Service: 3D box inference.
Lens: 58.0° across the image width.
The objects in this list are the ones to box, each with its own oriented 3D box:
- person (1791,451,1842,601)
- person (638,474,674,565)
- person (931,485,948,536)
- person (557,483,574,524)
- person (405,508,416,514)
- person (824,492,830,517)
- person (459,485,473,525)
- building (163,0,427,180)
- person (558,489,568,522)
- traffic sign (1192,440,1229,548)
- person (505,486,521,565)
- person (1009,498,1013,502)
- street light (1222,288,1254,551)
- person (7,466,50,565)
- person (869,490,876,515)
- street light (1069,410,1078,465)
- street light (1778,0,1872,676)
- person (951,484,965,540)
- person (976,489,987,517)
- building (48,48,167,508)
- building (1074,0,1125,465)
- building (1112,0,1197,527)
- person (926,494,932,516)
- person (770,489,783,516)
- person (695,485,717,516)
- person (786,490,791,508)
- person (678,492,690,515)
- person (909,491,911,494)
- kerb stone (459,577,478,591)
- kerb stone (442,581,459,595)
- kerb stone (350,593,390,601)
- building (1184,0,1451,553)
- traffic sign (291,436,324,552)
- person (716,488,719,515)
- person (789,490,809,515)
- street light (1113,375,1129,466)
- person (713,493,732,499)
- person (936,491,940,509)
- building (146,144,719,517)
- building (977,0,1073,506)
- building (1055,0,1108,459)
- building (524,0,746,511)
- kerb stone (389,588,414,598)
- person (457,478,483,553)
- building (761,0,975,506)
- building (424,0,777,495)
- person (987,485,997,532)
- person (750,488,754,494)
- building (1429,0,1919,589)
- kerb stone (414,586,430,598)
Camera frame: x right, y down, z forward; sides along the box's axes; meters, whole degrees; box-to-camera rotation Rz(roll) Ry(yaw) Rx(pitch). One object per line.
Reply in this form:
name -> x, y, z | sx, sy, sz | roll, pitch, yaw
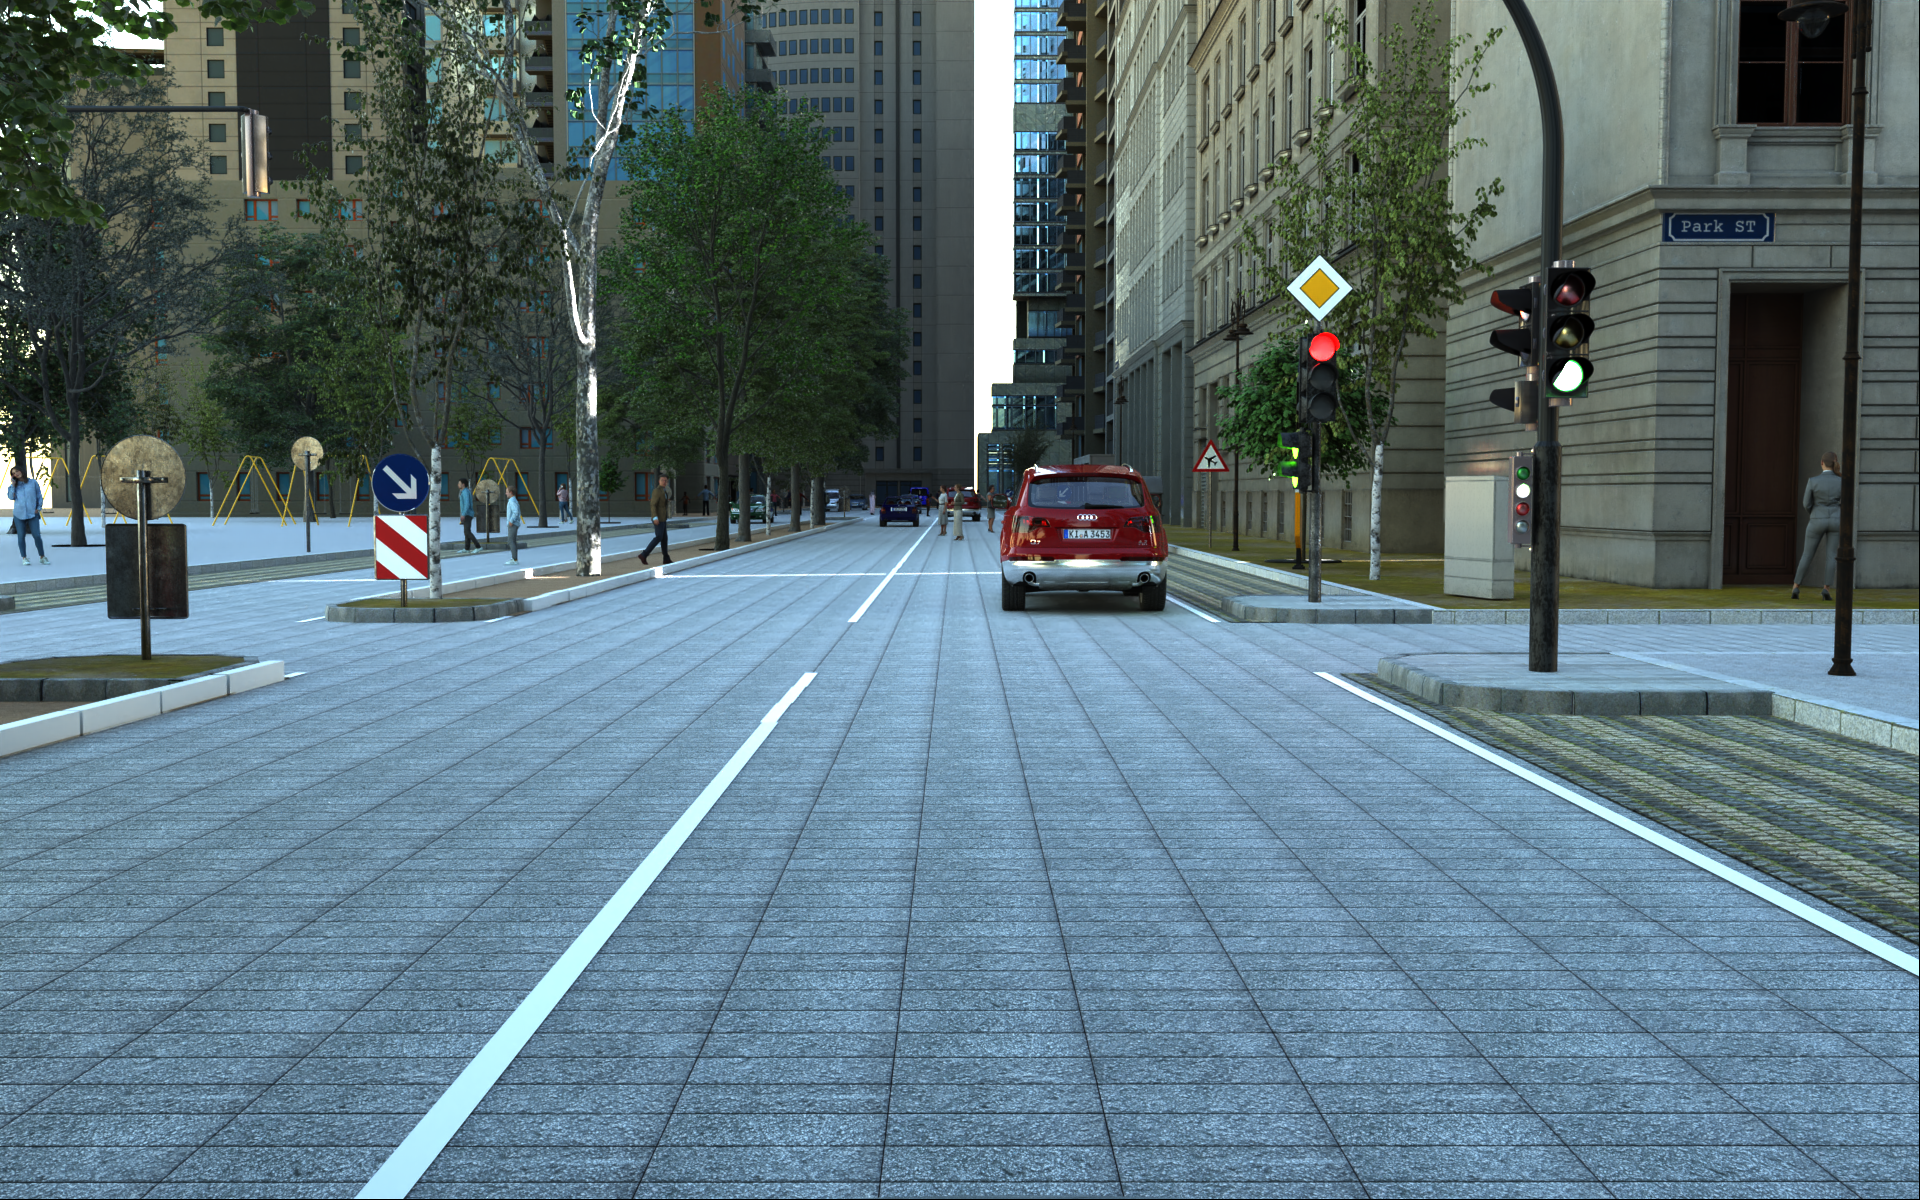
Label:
person -> 10.412, -0.895, 20.950 | 0.520, 1.790, 0.573 | 0, 4, 1
person -> -6.102, -1.629, 35.042 | 0.836, 1.842, 0.656 | -2, 4, -25
person -> -0.672, -3.102, 59.786 | 0.524, 1.755, 0.480 | -2, 4, -30
person -> -17.091, -4.184, 75.049 | 0.643, 1.750, 0.593 | 2, 4, 27
person -> -18.817, -3.239, 59.184 | 0.537, 1.800, 0.526 | 1, 4, 9
person -> -6.856, -4.731, 85.841 | 0.794, 1.824, 0.713 | -1, 4, -16
person -> -20.776, -4.066, 72.729 | 0.606, 1.804, 0.583 | -2, 4, -32
building -> -57.990, -44.071, 158.811 | 20.611, 71.187, 20.563 | 0, 3, 0
person -> -18.119, -4.425, 78.936 | 0.362, 1.759, 0.519 | -3, 5, -43
traffic sign -> 5.988, -2.532, 41.404 | 0.884, 2.594, 0.081 | 0, 4, 8
person -> -9.113, -1.527, 35.278 | 0.330, 1.601, 0.589 | 0, 4, -3
person -> 4.381, -7.723, 138.025 | 1.065, 1.426, 0.557 | 1, 4, 19
street light -> 6.240, -4.051, 39.019 | 0.468, 5.910, 1.993 | 0, 3, 0
person -> -16.876, -1.533, 31.370 | 0.793, 1.790, 0.793 | 3, 4, 37
person -> -6.053, -6.789, 120.174 | 0.551, 1.740, 0.621 | 1, 4, 20
street light -> 6.194, -7.466, 94.856 | 0.468, 5.910, 1.993 | 0, 3, 0
street light -> 6.258, -2.405, 12.112 | 0.468, 5.910, 1.993 | 0, 3, 0
person -> -0.092, -2.738, 53.809 | 0.362, 1.759, 0.519 | -2, 4, -24
person -> 1.188, -6.126, 109.375 | 1.217, 1.736, 0.721 | 2, 4, 33
building -> -75.341, -29.280, 162.317 | 14.086, 41.232, 14.154 | 0, 3, 0
building -> 19.060, -44.030, 158.149 | 20.563, 71.187, 20.611 | 0, 3, 0
building -> 13.987, -18.542, 80.658 | 11.434, 29.767, 29.804 | 0, 3, 0
person -> -2.028, -6.087, 111.280 | 0.557, 1.426, 1.065 | 1, 4, 15
person -> -12.061, -6.329, 112.707 | 1.217, 1.743, 0.721 | -2, 4, -30
person -> -15.157, -5.948, 103.286 | 1.348, 1.826, 0.705 | -1, 4, -14
person -> -15.958, -9.413, 160.872 | 0.541, 1.710, 0.530 | 3, 4, 37
person -> -16.502, -5.787, 103.922 | 1.065, 1.426, 0.557 | 3, 5, 41
person -> -4.502, -9.054, 157.313 | 1.217, 1.735, 0.721 | 2, 4, 29
kerb stone -> -7.387, -0.210, 25.692 | 0.120, 0.150, 1.000 | 0, 3, 0
kerb stone -> -7.385, -0.148, 24.669 | 0.120, 0.150, 1.000 | 0, 3, 0
kerb stone -> -7.371, 0.036, 21.602 | 0.120, 0.150, 1.000 | 0, 3, 0
building -> 16.081, -13.310, 50.908 | 16.112, 22.955, 30.059 | 0, 3, 0
traffic sign -> -14.415, -2.333, 38.250 | 0.768, 2.556, 0.104 | 0, 4, 7
person -> -14.751, -6.070, 106.083 | 0.445, 1.727, 0.742 | -1, 4, -13
person -> -10.814, -6.591, 116.229 | 1.348, 1.831, 0.705 | -1, 4, -13
street light -> 6.230, -5.769, 67.119 | 0.468, 5.910, 1.993 | 0, 3, 0
person -> -16.457, -6.957, 119.867 | 1.350, 1.814, 0.705 | -1, 4, -13
person -> -1.961, -9.382, 162.338 | 0.568, 1.767, 0.683 | -1, 4, -18
building -> -31.022, -16.215, 110.154 | 27.650, 21.520, 28.899 | 0, 3, 0
building -> 17.415, -53.690, 190.495 | 31.000, 86.520, 22.319 | 0, 3, 0
building -> 18.777, -29.335, 134.246 | 22.147, 44.769, 28.867 | 0, 3, 0
building -> -23.971, -29.424, 131.189 | 14.600, 45.320, 14.200 | 0, 3, 0
kerb stone -> -7.382, -0.026, 22.625 | 0.120, 0.150, 1.000 | 0, 3, 0
person -> -11.906, -2.049, 42.024 | 0.620, 1.820, 0.660 | -1, 4, -16
building -> -12.482, -39.658, 190.405 | 28.212, 58.520, 21.231 | 0, 3, 0
building -> -32.276, -32.873, 157.084 | 30.456, 49.044, 23.786 | 0, 3, 0
person -> 1.239, -3.415, 64.692 | 0.532, 1.782, 0.716 | 1, 4, 14
person -> -15.110, -7.321, 126.467 | 0.721, 1.735, 1.217 | 2, 4, 26
building -> 19.112, -11.713, 27.670 | 21.152, 22.565, 11.583 | 0, 3, 0
kerb stone -> -7.379, -0.087, 23.647 | 0.120, 0.150, 1.000 | 0, 3, 0
